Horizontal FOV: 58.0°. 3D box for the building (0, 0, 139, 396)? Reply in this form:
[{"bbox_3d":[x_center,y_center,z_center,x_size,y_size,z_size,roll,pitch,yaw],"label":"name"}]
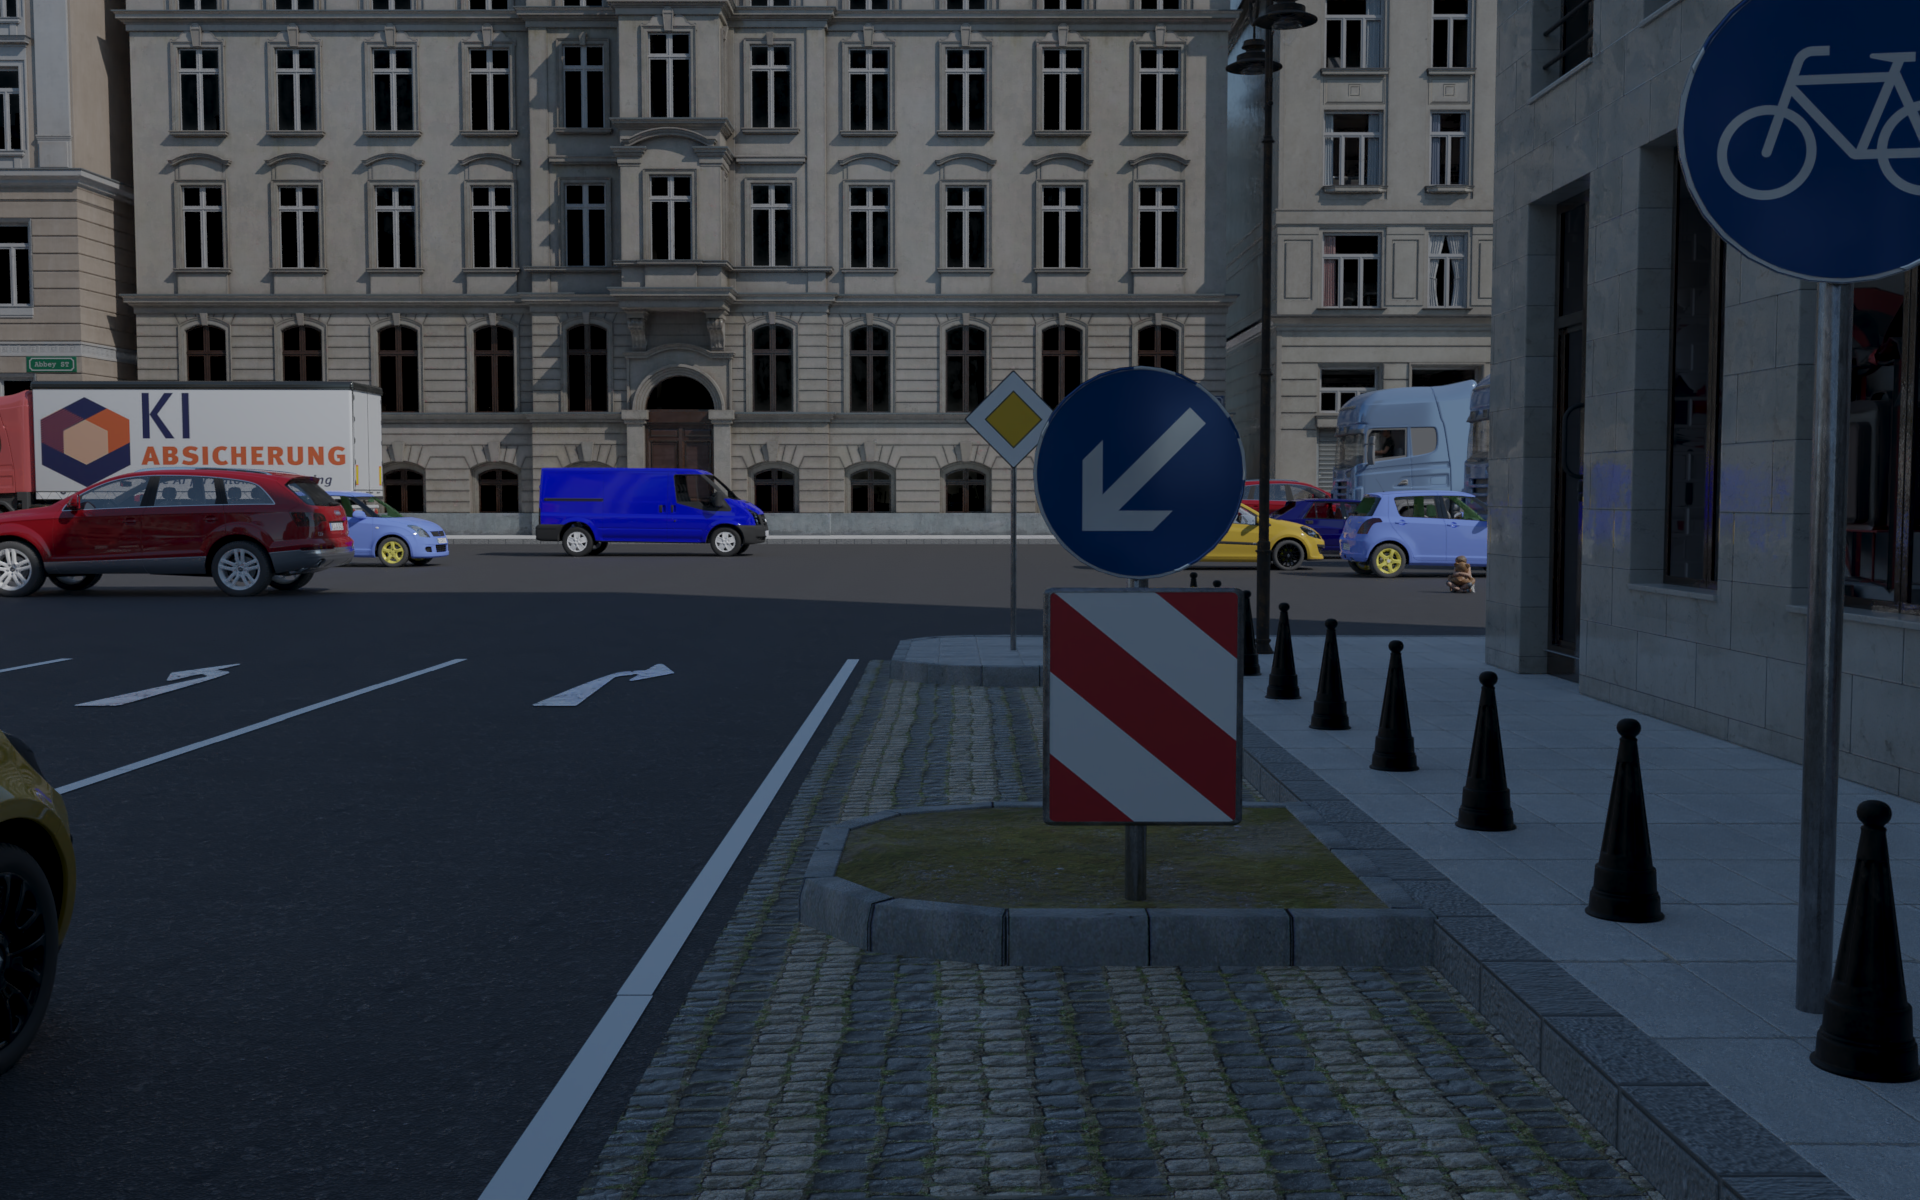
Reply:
[{"bbox_3d":[-36.034,-16.620,57.649,20.117,28.700,13.634,0,3,0],"label":"building"}]

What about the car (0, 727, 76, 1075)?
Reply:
[{"bbox_3d":[-3.184,0.439,3.046,2.015,1.641,3.980,0,3,0],"label":"car"}]

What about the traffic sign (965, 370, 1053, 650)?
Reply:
[{"bbox_3d":[0.435,-0.644,14.167,0.795,2.450,0.064,0,3,0],"label":"traffic sign"}]

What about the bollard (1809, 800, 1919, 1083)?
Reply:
[{"bbox_3d":[2.030,0.745,3.863,0.229,0.601,0.229,0,3,0],"label":"bollard"}]

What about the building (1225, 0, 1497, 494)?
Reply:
[{"bbox_3d":[23.778,-13.818,59.202,30.059,22.955,16.112,0,3,0],"label":"building"}]

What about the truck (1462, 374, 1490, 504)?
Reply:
[{"bbox_3d":[18.632,-2.668,33.386,18.799,4.110,2.967,0,4,-1],"label":"truck"}]

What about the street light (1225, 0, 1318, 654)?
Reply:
[{"bbox_3d":[2.436,-2.506,13.764,0.468,5.910,1.993,0,3,0],"label":"street light"}]

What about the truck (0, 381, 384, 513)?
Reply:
[{"bbox_3d":[-20.696,-3.375,44.097,11.283,4.237,2.839,0,4,-2],"label":"truck"}]

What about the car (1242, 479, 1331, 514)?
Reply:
[{"bbox_3d":[8.745,-2.259,45.603,5.304,1.827,2.281,0,4,1],"label":"car"}]

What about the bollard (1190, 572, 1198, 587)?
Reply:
[{"bbox_3d":[2.038,0.056,15.122,0.229,0.601,0.229,0,3,0],"label":"bollard"}]

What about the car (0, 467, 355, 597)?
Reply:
[{"bbox_3d":[-11.561,-1.001,25.035,5.304,1.827,2.281,0,4,-1],"label":"car"}]

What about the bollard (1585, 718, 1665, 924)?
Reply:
[{"bbox_3d":[2.027,0.659,5.266,0.229,0.601,0.229,0,3,0],"label":"bollard"}]

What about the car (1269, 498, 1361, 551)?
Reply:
[{"bbox_3d":[8.752,-1.601,38.749,3.894,1.354,1.945,0,4,-1],"label":"car"}]

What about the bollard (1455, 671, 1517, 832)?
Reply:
[{"bbox_3d":[2.029,0.573,6.668,0.229,0.601,0.229,0,3,0],"label":"bollard"}]

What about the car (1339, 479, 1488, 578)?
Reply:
[{"bbox_3d":[8.552,-1.266,30.285,3.694,1.707,1.945,0,4,-2],"label":"car"}]

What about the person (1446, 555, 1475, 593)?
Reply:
[{"bbox_3d":[7.264,-0.375,25.106,0.381,0.543,0.357,2,4,28],"label":"person"}]

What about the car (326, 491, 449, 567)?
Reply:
[{"bbox_3d":[-12.145,-1.530,34.611,3.694,1.707,1.945,0,4,2],"label":"car"}]

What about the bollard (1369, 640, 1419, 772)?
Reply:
[{"bbox_3d":[2.031,0.487,8.083,0.229,0.601,0.229,0,3,0],"label":"bollard"}]

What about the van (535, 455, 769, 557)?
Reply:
[{"bbox_3d":[-7.109,-2.202,40.394,5.245,2.365,2.240,0,4,0],"label":"van"}]

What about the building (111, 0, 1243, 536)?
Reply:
[{"bbox_3d":[-8.614,-14.630,58.282,34.723,24.649,14.460,0,3,0],"label":"building"}]

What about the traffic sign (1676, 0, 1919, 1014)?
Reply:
[{"bbox_3d":[2.124,-0.252,4.232,0.768,2.556,0.104,1,4,10],"label":"traffic sign"}]

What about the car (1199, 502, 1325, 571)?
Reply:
[{"bbox_3d":[4.961,-1.404,33.183,3.980,1.641,2.015,0,4,0],"label":"car"}]

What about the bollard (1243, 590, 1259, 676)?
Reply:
[{"bbox_3d":[2.031,0.229,12.293,0.229,0.601,0.229,0,3,0],"label":"bollard"}]

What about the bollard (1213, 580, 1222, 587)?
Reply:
[{"bbox_3d":[2.034,0.142,13.720,0.229,0.601,0.229,0,3,0],"label":"bollard"}]

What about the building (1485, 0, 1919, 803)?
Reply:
[{"bbox_3d":[9.160,-9.135,4.109,10.420,20.320,16.860,0,3,0],"label":"building"}]

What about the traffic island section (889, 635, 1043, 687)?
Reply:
[{"bbox_3d":[0.459,0.492,14.244,2.009,0.180,2.903,0,3,0],"label":"traffic island section"}]

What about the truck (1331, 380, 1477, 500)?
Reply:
[{"bbox_3d":[17.851,-3.188,41.888,18.799,4.110,2.967,0,4,-1],"label":"truck"}]

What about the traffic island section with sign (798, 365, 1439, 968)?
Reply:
[{"bbox_3d":[0.455,0.151,6.160,1.989,1.847,2.006,0,3,0],"label":"traffic island section with sign"}]

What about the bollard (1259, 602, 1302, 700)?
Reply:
[{"bbox_3d":[2.035,0.315,10.887,0.229,0.601,0.229,0,3,0],"label":"bollard"}]

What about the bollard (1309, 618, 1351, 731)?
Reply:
[{"bbox_3d":[2.030,0.401,9.485,0.229,0.601,0.229,0,3,0],"label":"bollard"}]
